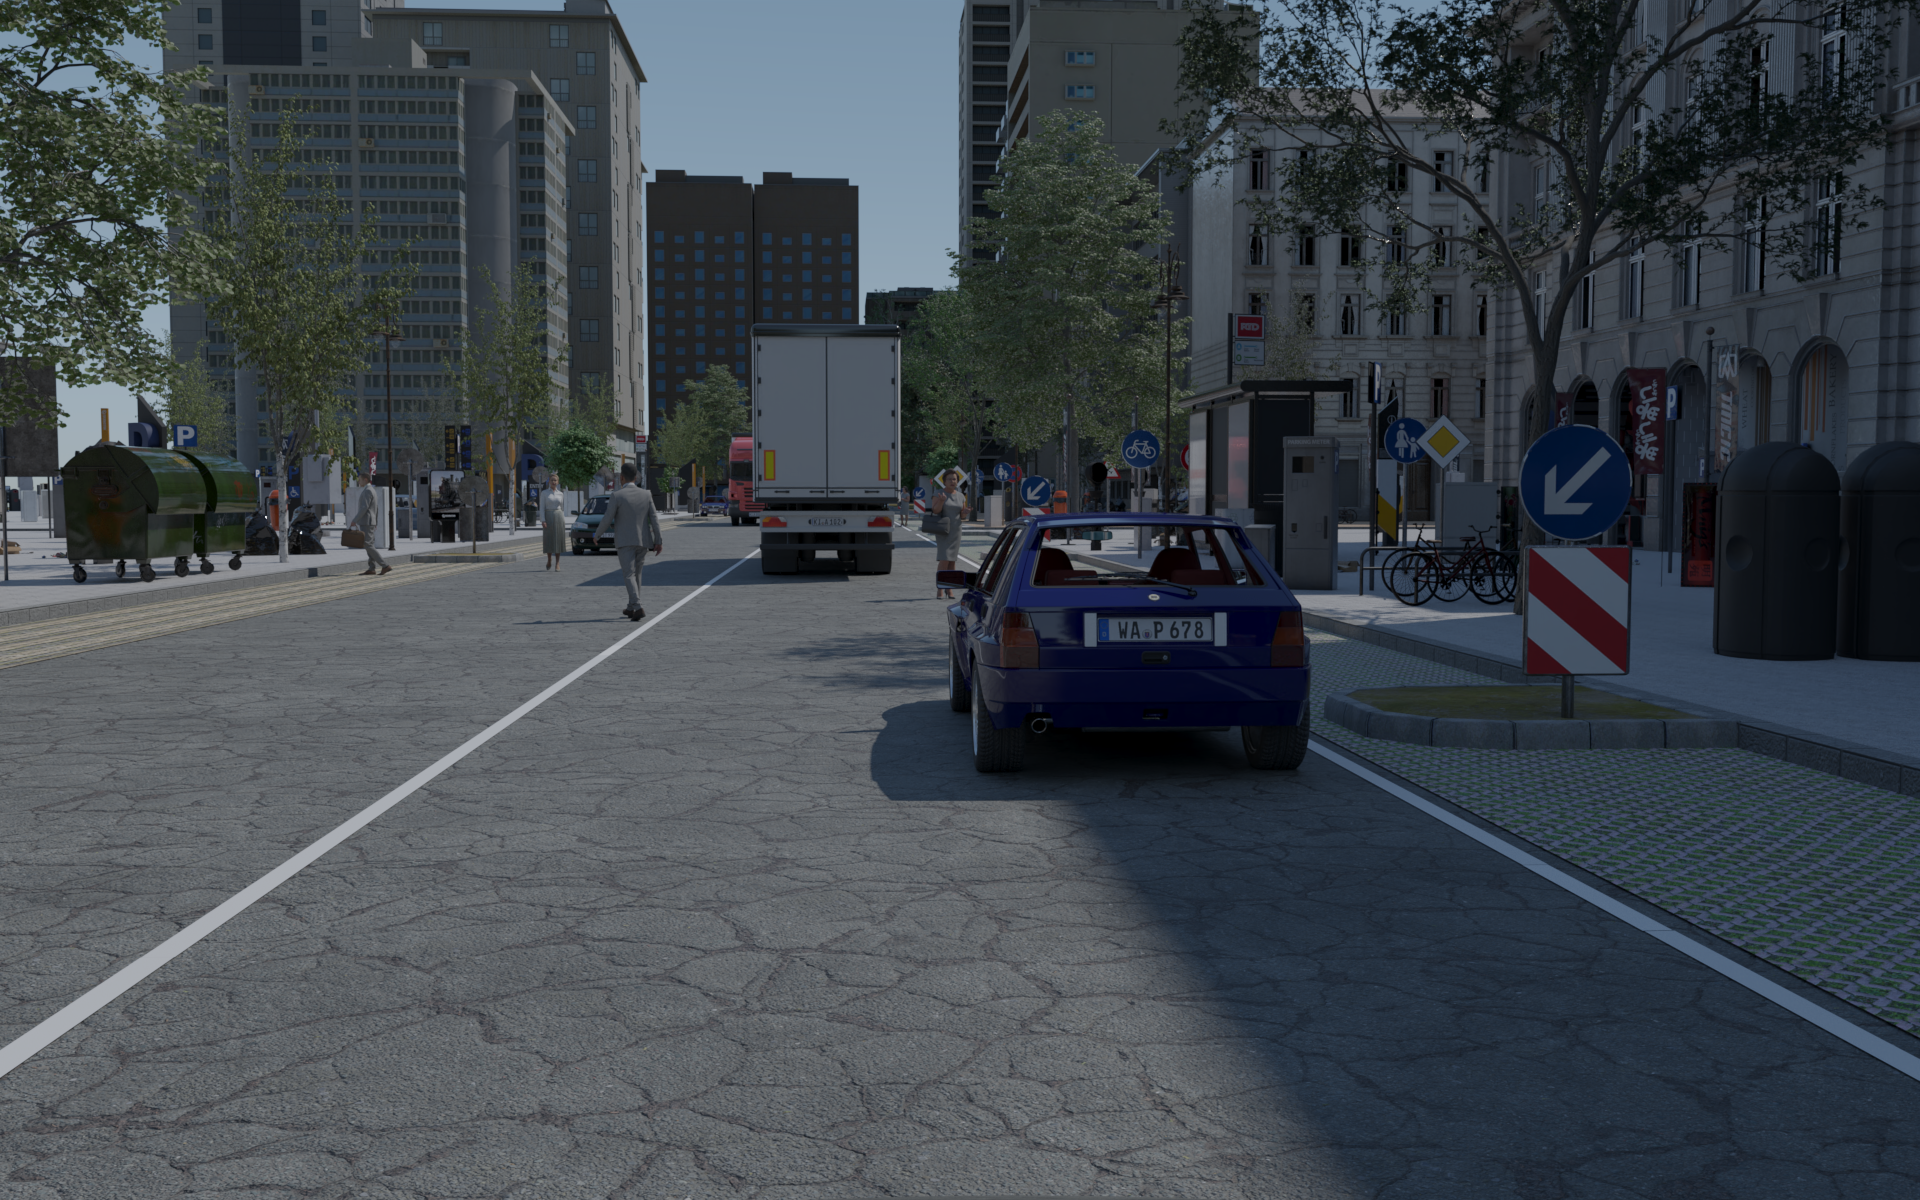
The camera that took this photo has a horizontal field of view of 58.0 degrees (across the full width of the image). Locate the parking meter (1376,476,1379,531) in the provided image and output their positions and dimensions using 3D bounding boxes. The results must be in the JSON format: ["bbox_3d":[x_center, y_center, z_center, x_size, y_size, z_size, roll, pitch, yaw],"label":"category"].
[{"bbox_3d":[13.850,-3.159,57.368,0.399,1.863,0.255,-2,4,-29],"label":"parking meter"}]

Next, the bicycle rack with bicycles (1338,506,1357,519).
[{"bbox_3d":[15.767,-3.763,74.912,2.925,0.926,2.852,1,4,9],"label":"bicycle rack with bicycles"}]

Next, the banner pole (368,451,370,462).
[{"bbox_3d":[-34.439,-6.815,101.444,0.401,3.779,0.863,1,4,12],"label":"banner pole"}]

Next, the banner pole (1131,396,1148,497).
[{"bbox_3d":[4.475,-3.331,44.483,0.401,3.779,0.863,0,4,-5],"label":"banner pole"}]

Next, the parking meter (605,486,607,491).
[{"bbox_3d":[-22.100,-6.228,107.543,0.399,1.863,0.255,3,5,40],"label":"parking meter"}]

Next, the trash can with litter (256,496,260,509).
[{"bbox_3d":[-33.145,-4.363,82.720,1.055,1.170,0.624,1,4,20],"label":"trash can with litter"}]

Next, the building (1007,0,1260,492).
[{"bbox_3d":[16.188,-33.300,168.157,21.300,48.544,21.600,0,4,-4],"label":"building"}]

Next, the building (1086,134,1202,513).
[{"bbox_3d":[17.042,-17.777,109.728,14.314,24.678,30.058,0,4,-4],"label":"building"}]

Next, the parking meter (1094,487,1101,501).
[{"bbox_3d":[9.037,-6.602,113.658,0.399,1.863,0.255,2,4,29],"label":"parking meter"}]

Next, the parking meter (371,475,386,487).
[{"bbox_3d":[-17.431,-2.832,52.018,0.399,1.863,0.255,-3,4,-38],"label":"parking meter"}]

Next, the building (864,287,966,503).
[{"bbox_3d":[-6.466,-28.952,245.067,14.107,30.474,14.160,0,4,-4],"label":"building"}]

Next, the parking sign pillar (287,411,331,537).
[{"bbox_3d":[-19.780,-3.897,52.189,1.447,3.967,1.447,0,4,5],"label":"parking sign pillar"}]

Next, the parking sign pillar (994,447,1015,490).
[{"bbox_3d":[2.555,-6.561,95.736,1.447,3.967,1.447,1,4,14],"label":"parking sign pillar"}]

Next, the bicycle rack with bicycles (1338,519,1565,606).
[{"bbox_3d":[6.219,-0.462,20.939,2.925,0.926,2.852,0,4,-6],"label":"bicycle rack with bicycles"}]

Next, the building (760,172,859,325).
[{"bbox_3d":[-21.356,-36.311,243.798,14.200,45.320,14.600,0,4,-4],"label":"building"}]

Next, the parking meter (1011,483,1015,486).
[{"bbox_3d":[2.856,-5.280,92.045,0.255,1.863,0.399,0,4,0],"label":"parking meter"}]

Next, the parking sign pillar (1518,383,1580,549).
[{"bbox_3d":[13.538,-3.144,39.873,1.447,3.967,1.447,0,4,5],"label":"parking sign pillar"}]

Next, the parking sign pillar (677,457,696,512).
[{"bbox_3d":[-19.975,-8.452,126.668,1.447,3.967,1.447,-2,4,-28],"label":"parking sign pillar"}]

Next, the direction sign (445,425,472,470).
[{"bbox_3d":[-16.512,-3.979,57.058,0.876,3.537,0.379,0,4,3],"label":"direction sign"}]

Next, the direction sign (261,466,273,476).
[{"bbox_3d":[-55.699,-9.003,139.196,0.876,3.537,0.379,-1,4,-18],"label":"direction sign"}]

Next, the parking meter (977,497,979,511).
[{"bbox_3d":[1.290,-7.571,129.496,0.399,1.863,0.255,-1,4,-18],"label":"parking meter"}]

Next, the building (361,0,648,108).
[{"bbox_3d":[-49.513,-36.757,190.217,27.495,52.752,28.713,0,4,-4],"label":"building"}]

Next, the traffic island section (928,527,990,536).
[{"bbox_3d":[-0.075,-2.334,60.443,2.009,0.180,2.903,0,4,-4],"label":"traffic island section"}]

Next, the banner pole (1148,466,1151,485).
[{"bbox_3d":[6.523,-4.335,60.892,0.401,3.779,0.863,-1,4,-19],"label":"banner pole"}]

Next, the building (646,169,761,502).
[{"bbox_3d":[-35.752,-36.206,242.085,14.200,45.320,14.600,0,4,-4],"label":"building"}]

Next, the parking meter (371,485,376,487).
[{"bbox_3d":[-15.642,-2.288,45.823,0.372,1.533,0.369,0,3,0],"label":"parking meter"}]

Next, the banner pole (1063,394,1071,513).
[{"bbox_3d":[2.681,-3.277,43.591,0.401,3.779,0.863,-1,4,-9],"label":"banner pole"}]

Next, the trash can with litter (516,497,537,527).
[{"bbox_3d":[-17.032,-3.440,67.631,1.055,1.170,0.624,-1,4,-9],"label":"trash can with litter"}]

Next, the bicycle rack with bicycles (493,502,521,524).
[{"bbox_3d":[-20.632,-3.808,75.645,2.925,0.926,2.852,-2,4,-31],"label":"bicycle rack with bicycles"}]

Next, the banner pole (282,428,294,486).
[{"bbox_3d":[-25.638,-4.657,66.155,0.863,3.779,0.401,0,4,6],"label":"banner pole"}]

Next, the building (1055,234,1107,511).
[{"bbox_3d":[13.349,-18.694,134.524,11.050,23.489,19.941,0,4,-4],"label":"building"}]

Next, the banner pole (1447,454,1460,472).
[{"bbox_3d":[22.511,-5.456,79.220,0.863,3.779,0.401,-1,4,-21],"label":"banner pole"}]

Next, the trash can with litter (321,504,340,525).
[{"bbox_3d":[-27.559,-3.827,73.630,2.233,1.210,1.678,-1,4,-19],"label":"trash can with litter"}]

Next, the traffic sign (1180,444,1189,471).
[{"bbox_3d":[5.739,-2.572,42.163,0.768,2.556,0.104,0,4,1],"label":"traffic sign"}]

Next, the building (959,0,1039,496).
[{"bbox_3d":[10.643,-49.555,248.474,20.611,71.187,20.563,0,4,-4],"label":"building"}]

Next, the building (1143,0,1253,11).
[{"bbox_3d":[31.487,-49.648,249.989,20.611,71.187,20.563,0,4,-4],"label":"building"}]

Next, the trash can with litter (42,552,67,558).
[{"bbox_3d":[-17.804,-1.476,35.188,1.678,1.210,2.233,-3,5,-44],"label":"trash can with litter"}]

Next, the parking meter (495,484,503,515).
[{"bbox_3d":[-26.891,-5.826,100.965,0.399,1.863,0.255,-3,5,-41],"label":"parking meter"}]

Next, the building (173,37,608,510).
[{"bbox_3d":[-47.847,-28.142,152.008,32.217,40.220,23.993,0,4,-4],"label":"building"}]

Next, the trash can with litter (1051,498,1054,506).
[{"bbox_3d":[4.250,-4.344,82.414,1.055,1.170,0.624,3,5,45],"label":"trash can with litter"}]

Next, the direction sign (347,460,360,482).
[{"bbox_3d":[-40.384,-7.547,115.384,0.876,3.537,0.379,1,4,9],"label":"direction sign"}]

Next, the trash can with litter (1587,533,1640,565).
[{"bbox_3d":[11.919,-1.302,32.343,1.678,1.210,2.233,0,4,-3],"label":"trash can with litter"}]

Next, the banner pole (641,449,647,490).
[{"bbox_3d":[-17.601,-6.520,96.614,0.401,3.779,0.863,-3,4,-36],"label":"banner pole"}]

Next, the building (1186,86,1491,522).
[{"bbox_3d":[21.006,-14.421,84.930,18.267,20.994,9.793,0,4,-4],"label":"building"}]

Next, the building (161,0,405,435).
[{"bbox_3d":[-73.816,-46.132,192.516,20.611,71.187,20.563,0,4,-4],"label":"building"}]

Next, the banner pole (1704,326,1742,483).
[{"bbox_3d":[11.274,-2.186,25.762,0.401,3.779,0.863,-1,4,-17],"label":"banner pole"}]

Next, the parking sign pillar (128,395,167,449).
[{"bbox_3d":[-21.996,-3.577,46.950,1.447,3.967,1.447,3,4,38],"label":"parking sign pillar"}]

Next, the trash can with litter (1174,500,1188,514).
[{"bbox_3d":[5.344,-1.921,42.797,1.055,1.170,0.624,0,4,-4],"label":"trash can with litter"}]

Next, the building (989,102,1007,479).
[{"bbox_3d":[15.802,-35.140,194.155,23.786,49.044,30.456,0,4,-4],"label":"building"}]

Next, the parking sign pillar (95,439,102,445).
[{"bbox_3d":[-41.770,-5.804,83.365,1.447,3.967,1.447,1,4,8],"label":"parking sign pillar"}]

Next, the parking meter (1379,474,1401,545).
[{"bbox_3d":[10.791,-2.299,43.306,0.399,1.863,0.255,0,4,-5],"label":"parking meter"}]

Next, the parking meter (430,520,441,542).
[{"bbox_3d":[-13.996,-2.487,46.368,0.399,1.863,0.255,3,4,38],"label":"parking meter"}]

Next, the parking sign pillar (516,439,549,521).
[{"bbox_3d":[-20.633,-5.848,84.081,1.447,3.967,1.447,1,4,9],"label":"parking sign pillar"}]

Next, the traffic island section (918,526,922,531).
[{"bbox_3d":[-0.618,-2.821,68.409,2.009,0.180,2.903,0,4,-4],"label":"traffic island section"}]
